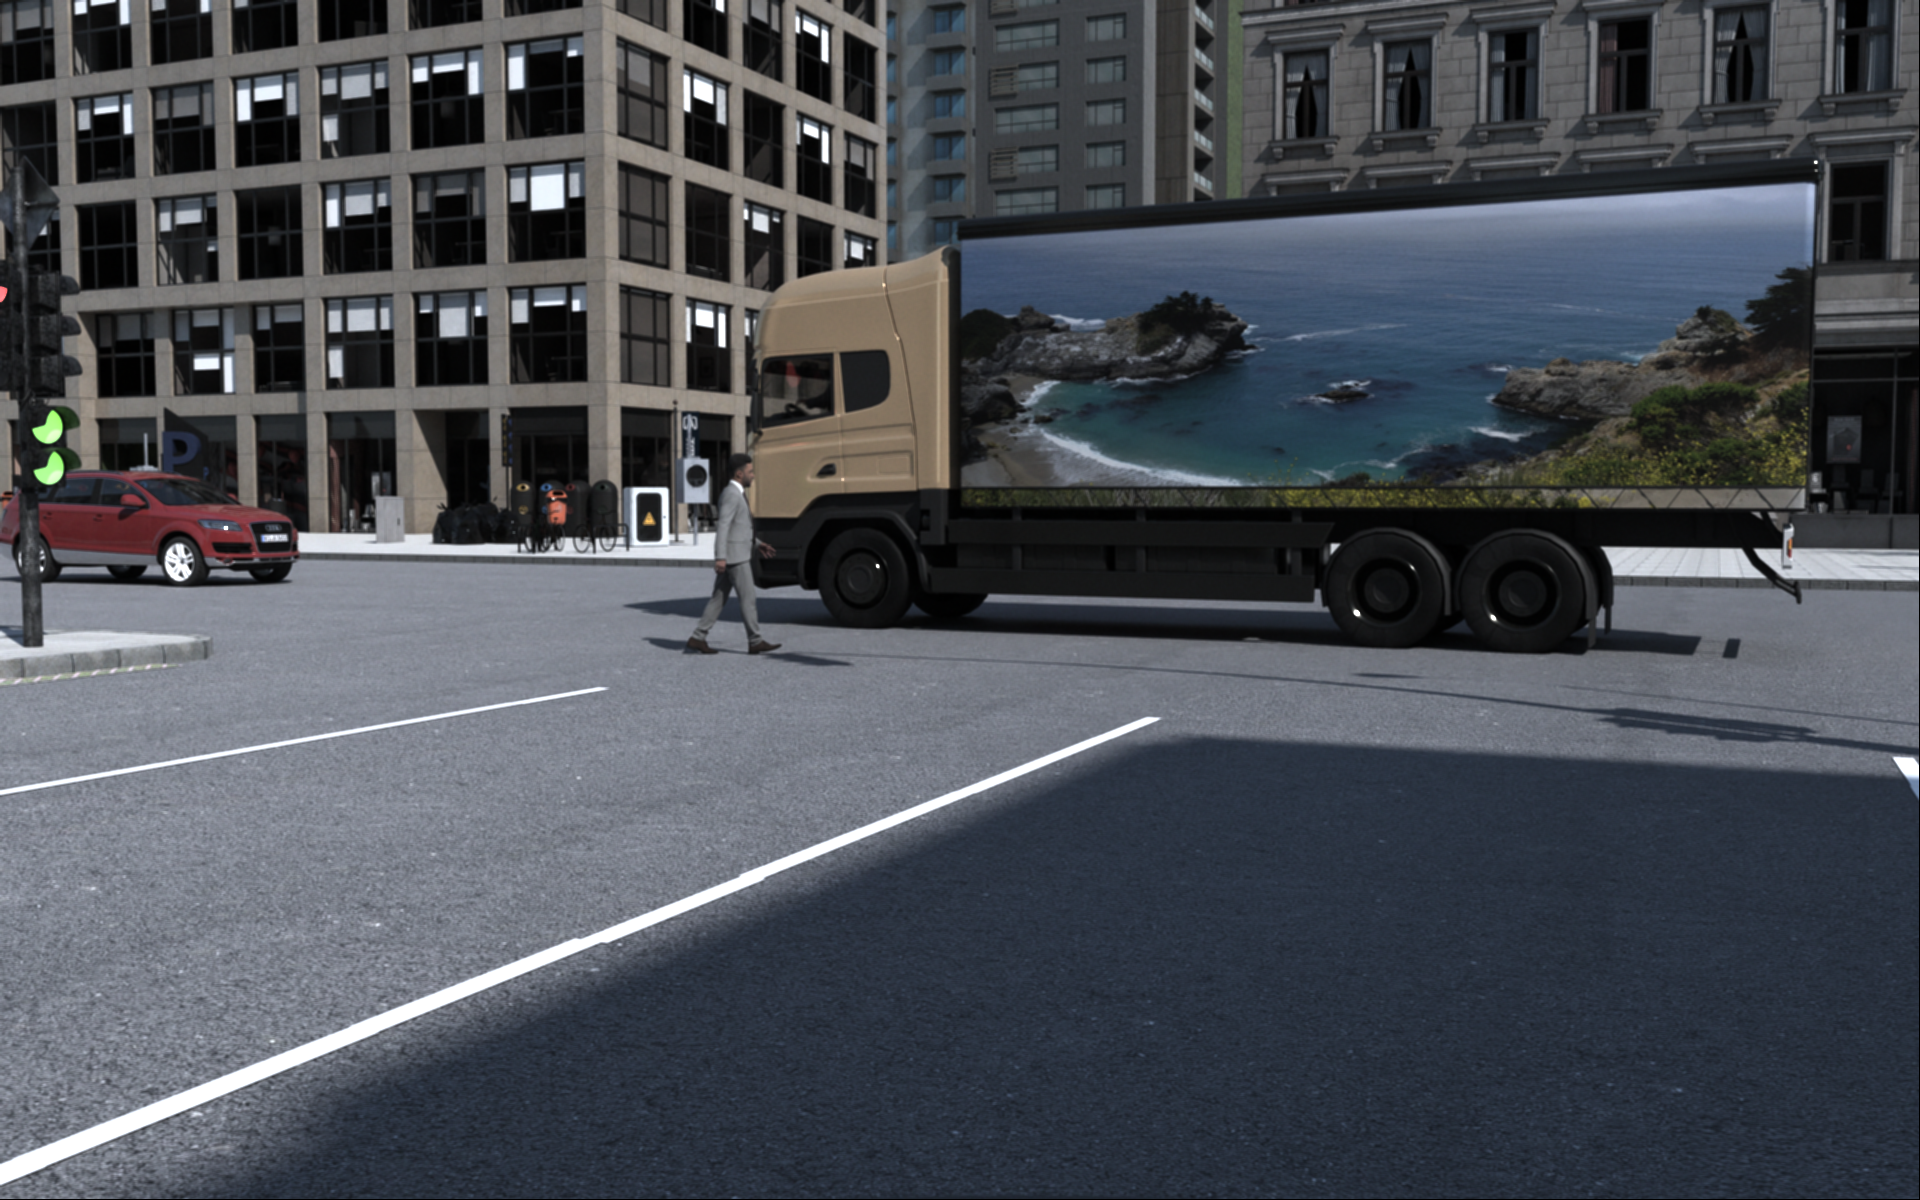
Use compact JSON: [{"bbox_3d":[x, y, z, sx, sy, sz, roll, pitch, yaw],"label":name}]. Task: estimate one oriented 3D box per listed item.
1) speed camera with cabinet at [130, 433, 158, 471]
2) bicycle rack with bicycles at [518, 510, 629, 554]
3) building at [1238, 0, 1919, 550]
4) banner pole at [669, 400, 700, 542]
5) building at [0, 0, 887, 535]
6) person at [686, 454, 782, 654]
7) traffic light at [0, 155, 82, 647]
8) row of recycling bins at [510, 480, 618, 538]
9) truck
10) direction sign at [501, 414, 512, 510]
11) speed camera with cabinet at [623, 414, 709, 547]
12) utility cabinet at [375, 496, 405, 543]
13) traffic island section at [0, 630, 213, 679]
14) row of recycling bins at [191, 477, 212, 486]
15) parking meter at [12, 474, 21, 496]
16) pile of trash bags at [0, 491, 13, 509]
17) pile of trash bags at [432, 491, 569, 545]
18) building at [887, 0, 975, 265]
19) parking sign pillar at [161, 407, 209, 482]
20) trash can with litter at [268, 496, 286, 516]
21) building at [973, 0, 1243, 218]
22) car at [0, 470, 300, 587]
[{"bbox_3d":[-26.319,-3.849,57.272,0.660,3.252,2.038,3,4,36],"label":"speed camera with cabinet"},{"bbox_3d":[-8.707,-1.519,38.222,2.852,0.926,2.925,1,4,14],"label":"bicycle rack with bicycles"},{"bbox_3d":[10.309,-12.100,48.740,40.483,20.767,10.553,2,4,24],"label":"building"},{"bbox_3d":[-7.332,-3.433,46.146,0.863,3.779,0.401,-1,4,-9],"label":"banner pole"},{"bbox_3d":[-22.330,-16.056,67.034,34.151,26.468,19.350,2,4,24],"label":"building"},{"bbox_3d":[-2.028,-0.410,15.475,0.850,1.792,0.678,-1,4,-9],"label":"person"},{"bbox_3d":[-7.775,-1.560,14.431,0.839,4.253,0.868,2,4,24],"label":"traffic light"},{"bbox_3d":[-11.745,-2.707,51.373,3.534,1.692,1.069,1,4,17],"label":"row of recycling bins"},{"bbox_3d":[2.522,-1.769,17.842,11.283,4.237,2.839,2,4,25],"label":"truck"},{"bbox_3d":[-12.915,-3.513,49.430,0.379,3.537,0.876,0,4,2],"label":"direction sign"},{"bbox_3d":[-7.203,-2.945,42.494,2.038,3.252,0.660,-2,4,-31],"label":"speed camera with cabinet"},{"bbox_3d":[-14.997,-2.106,45.598,0.306,1.237,1.020,1,4,10],"label":"utility cabinet"},{"bbox_3d":[-7.808,0.471,14.581,2.009,0.180,2.903,2,4,24],"label":"traffic island section"},{"bbox_3d":[-19.424,-2.151,42.290,3.534,1.692,1.069,2,4,34],"label":"row of recycling bins"},{"bbox_3d":[-28.011,-2.809,51.644,0.399,1.863,0.255,1,4,23],"label":"parking meter"},{"bbox_3d":[-31.568,-2.778,55.169,3.447,1.369,1.912,0,4,2],"label":"pile of trash bags"},{"bbox_3d":[-11.884,-2.162,45.105,3.447,1.369,1.912,-2,4,-32],"label":"pile of trash bags"},{"bbox_3d":[-2.560,-32.903,157.565,30.456,49.044,23.786,2,4,24],"label":"building"},{"bbox_3d":[-24.096,-4.000,53.871,1.447,3.967,1.447,0,3,0],"label":"parking sign pillar"},{"bbox_3d":[-41.199,-5.738,104.877,1.678,1.210,2.233,-1,4,-9],"label":"trash can with litter"},{"bbox_3d":[9.940,-26.203,112.021,14.154,41.232,14.086,2,4,24],"label":"building"},{"bbox_3d":[-13.169,-1.193,28.174,5.304,1.827,2.281,1,4,22],"label":"car"}]
